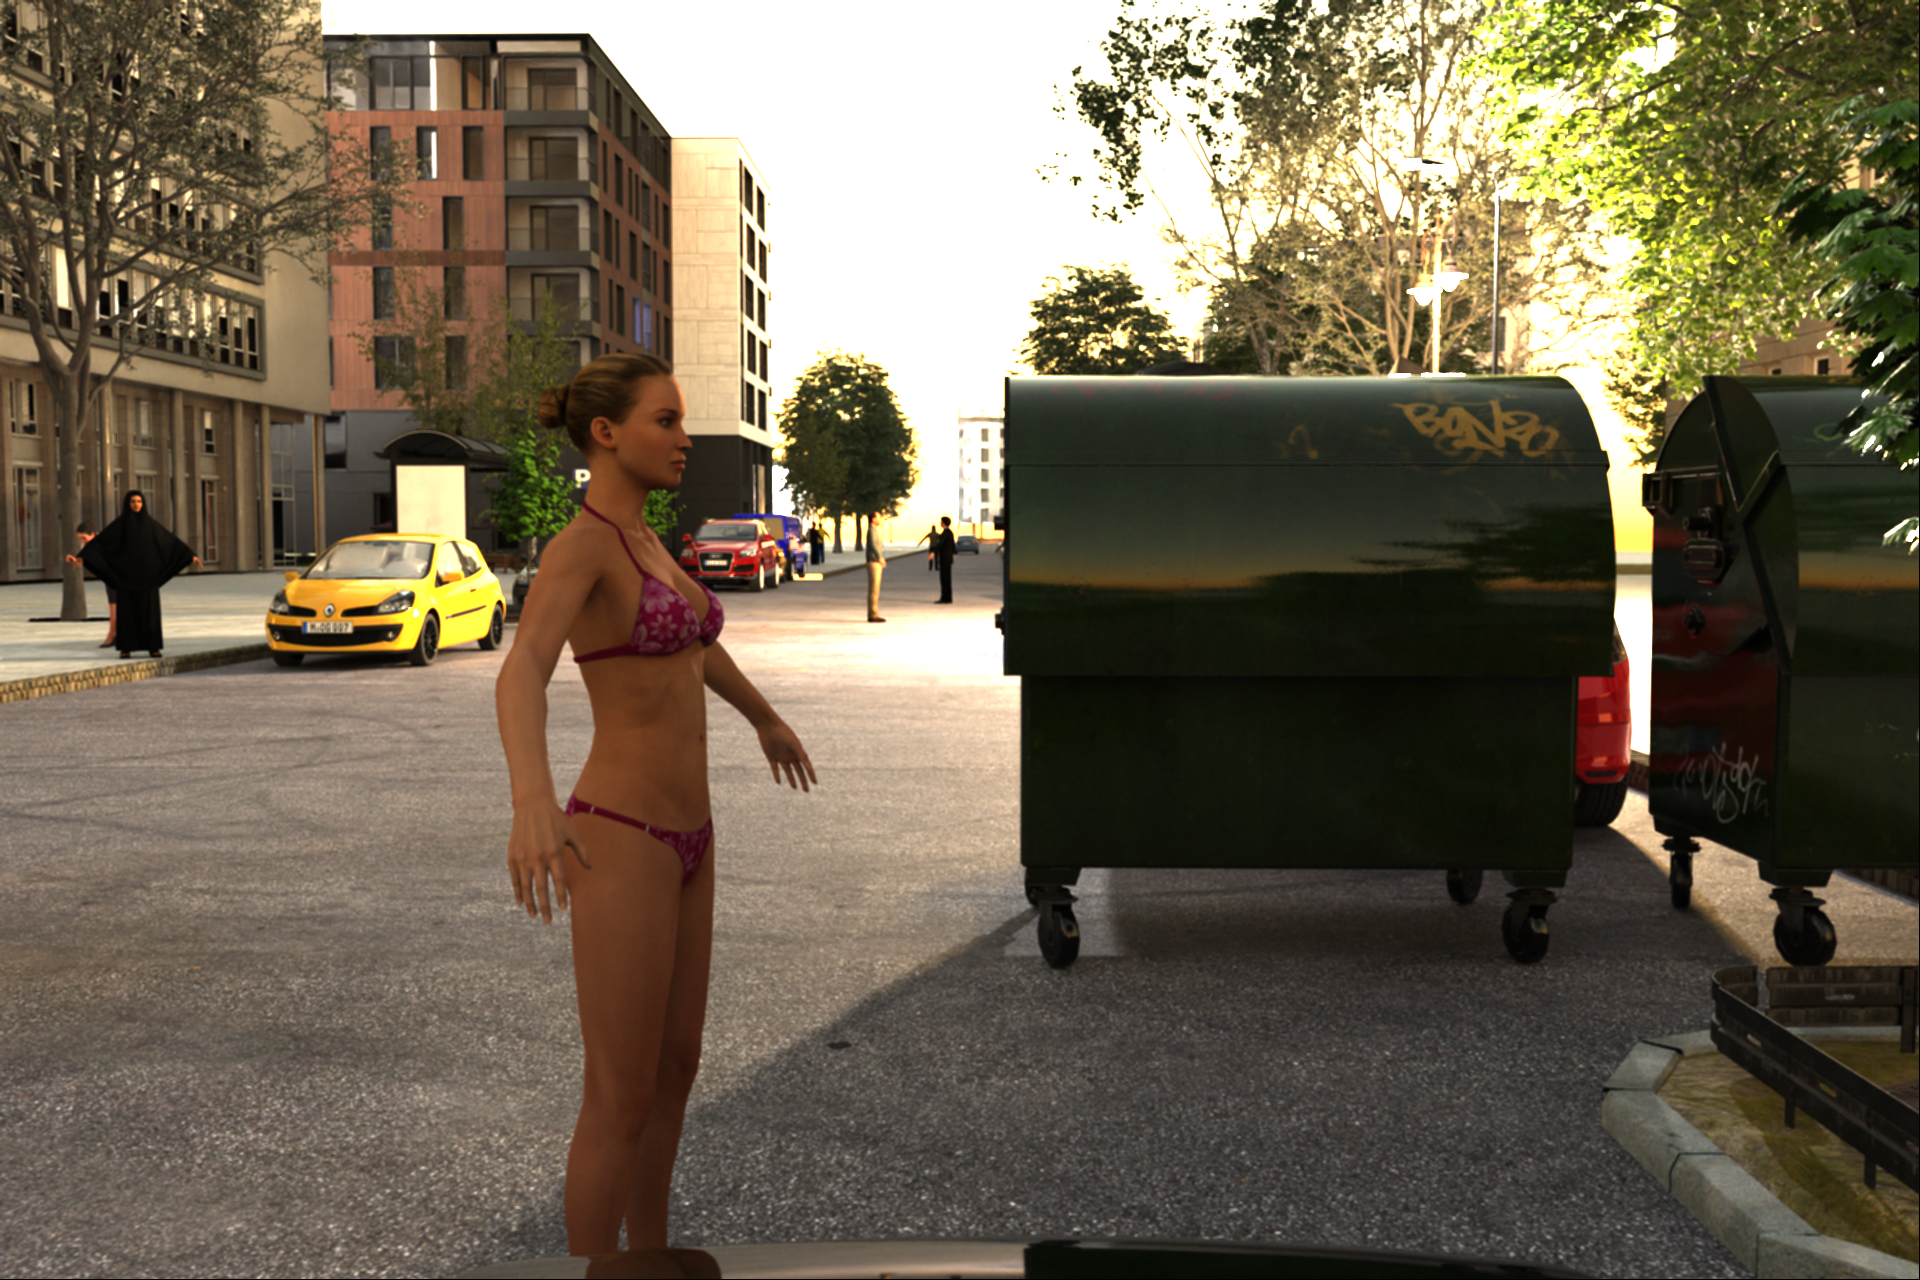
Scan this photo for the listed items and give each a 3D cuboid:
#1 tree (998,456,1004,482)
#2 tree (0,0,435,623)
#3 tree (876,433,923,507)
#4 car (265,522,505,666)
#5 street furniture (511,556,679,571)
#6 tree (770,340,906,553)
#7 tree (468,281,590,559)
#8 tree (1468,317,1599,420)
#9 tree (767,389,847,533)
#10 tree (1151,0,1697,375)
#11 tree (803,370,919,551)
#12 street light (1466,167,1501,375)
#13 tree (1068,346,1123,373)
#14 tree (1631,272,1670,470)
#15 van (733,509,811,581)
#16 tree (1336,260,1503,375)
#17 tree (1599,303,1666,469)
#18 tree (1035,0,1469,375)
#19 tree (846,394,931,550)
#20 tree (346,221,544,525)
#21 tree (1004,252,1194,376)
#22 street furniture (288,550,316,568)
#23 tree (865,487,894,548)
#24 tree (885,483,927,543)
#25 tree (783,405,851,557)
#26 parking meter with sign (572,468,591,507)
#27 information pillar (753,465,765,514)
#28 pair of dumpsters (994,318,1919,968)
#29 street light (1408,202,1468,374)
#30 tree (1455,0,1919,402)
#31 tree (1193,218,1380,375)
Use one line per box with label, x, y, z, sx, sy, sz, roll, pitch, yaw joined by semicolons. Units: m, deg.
tree;8.553;-15.327;160.963;12.009;13.543;11.850;0;3;0
tree;-13.109;-7.026;25.253;12.009;13.543;11.850;0;3;0
tree;-7.400;-13.861;152.378;9.928;11.665;9.643;0;3;0
car;-6.564;-0.598;20.009;2.015;1.641;3.980;0;4;1
street furniture;-12.859;-2.908;63.170;5.734;0.657;10.072;0;4;3
tree;-8.098;-12.774;115.515;9.857;13.997;8.962;0;3;0
tree;-12.589;-6.155;50.994;4.737;8.622;4.395;0;3;0
tree;18.729;-6.625;58.686;4.360;8.622;3.978;0;3;0
tree;-8.245;-8.455;88.606;4.360;8.622;3.978;0;3;0
tree;8.910;-7.559;33.956;12.009;13.543;11.850;0;3;0
tree;-7.685;-13.640;129.674;9.857;13.997;8.962;0;3;0
street light;7.191;-2.996;21.533;1.470;5.913;1.316;0;4;1
tree;7.572;-10.439;96.434;9.928;11.665;9.643;0;3;0
tree;26.305;-8.610;58.898;7.486;12.596;7.792;0;3;0
van;-6.004;-3.078;54.716;2.240;2.365;5.245;0;4;1
tree;18.907;-9.438;72.438;7.486;12.596;7.792;0;3;0
tree;29.003;-8.728;68.461;9.928;11.665;9.643;0;3;0
tree;8.535;-11.836;49.401;12.611;20.169;13.585;0;3;0
tree;-7.437;-14.135;141.482;12.009;13.543;11.850;0;3;0
tree;-12.943;-5.589;41.742;4.360;8.622;3.978;0;3;0
tree;6.857;-10.512;78.532;9.857;13.997;8.962;0;3;0
street furniture;-29.071;-3.160;67.288;10.072;0.657;5.734;-1;4;-15
tree;-7.095;-12.823;160.011;4.360;8.622;3.978;0;3;0
tree;-9.960;-20.544;246.261;12.009;13.543;11.850;0;3;0
tree;-7.959;-9.063;98.548;4.737;8.622;4.395;0;3;0
parking meter with sign;-9.977;-3.089;46.771;0.543;3.016;1.738;0;4;1
information pillar;-6.871;-4.158;59.294;0.184;3.620;1.656;0;4;1
pair of dumpsters;2.338;-0.073;6.147;4.436;2.255;1.574;0;4;1
street light;6.732;-3.167;24.561;0.468;5.910;1.993;0;4;1
tree;7.847;-5.919;14.900;7.486;12.596;7.792;0;3;0
tree;11.669;-8.860;62.990;7.486;12.596;7.792;0;3;0
